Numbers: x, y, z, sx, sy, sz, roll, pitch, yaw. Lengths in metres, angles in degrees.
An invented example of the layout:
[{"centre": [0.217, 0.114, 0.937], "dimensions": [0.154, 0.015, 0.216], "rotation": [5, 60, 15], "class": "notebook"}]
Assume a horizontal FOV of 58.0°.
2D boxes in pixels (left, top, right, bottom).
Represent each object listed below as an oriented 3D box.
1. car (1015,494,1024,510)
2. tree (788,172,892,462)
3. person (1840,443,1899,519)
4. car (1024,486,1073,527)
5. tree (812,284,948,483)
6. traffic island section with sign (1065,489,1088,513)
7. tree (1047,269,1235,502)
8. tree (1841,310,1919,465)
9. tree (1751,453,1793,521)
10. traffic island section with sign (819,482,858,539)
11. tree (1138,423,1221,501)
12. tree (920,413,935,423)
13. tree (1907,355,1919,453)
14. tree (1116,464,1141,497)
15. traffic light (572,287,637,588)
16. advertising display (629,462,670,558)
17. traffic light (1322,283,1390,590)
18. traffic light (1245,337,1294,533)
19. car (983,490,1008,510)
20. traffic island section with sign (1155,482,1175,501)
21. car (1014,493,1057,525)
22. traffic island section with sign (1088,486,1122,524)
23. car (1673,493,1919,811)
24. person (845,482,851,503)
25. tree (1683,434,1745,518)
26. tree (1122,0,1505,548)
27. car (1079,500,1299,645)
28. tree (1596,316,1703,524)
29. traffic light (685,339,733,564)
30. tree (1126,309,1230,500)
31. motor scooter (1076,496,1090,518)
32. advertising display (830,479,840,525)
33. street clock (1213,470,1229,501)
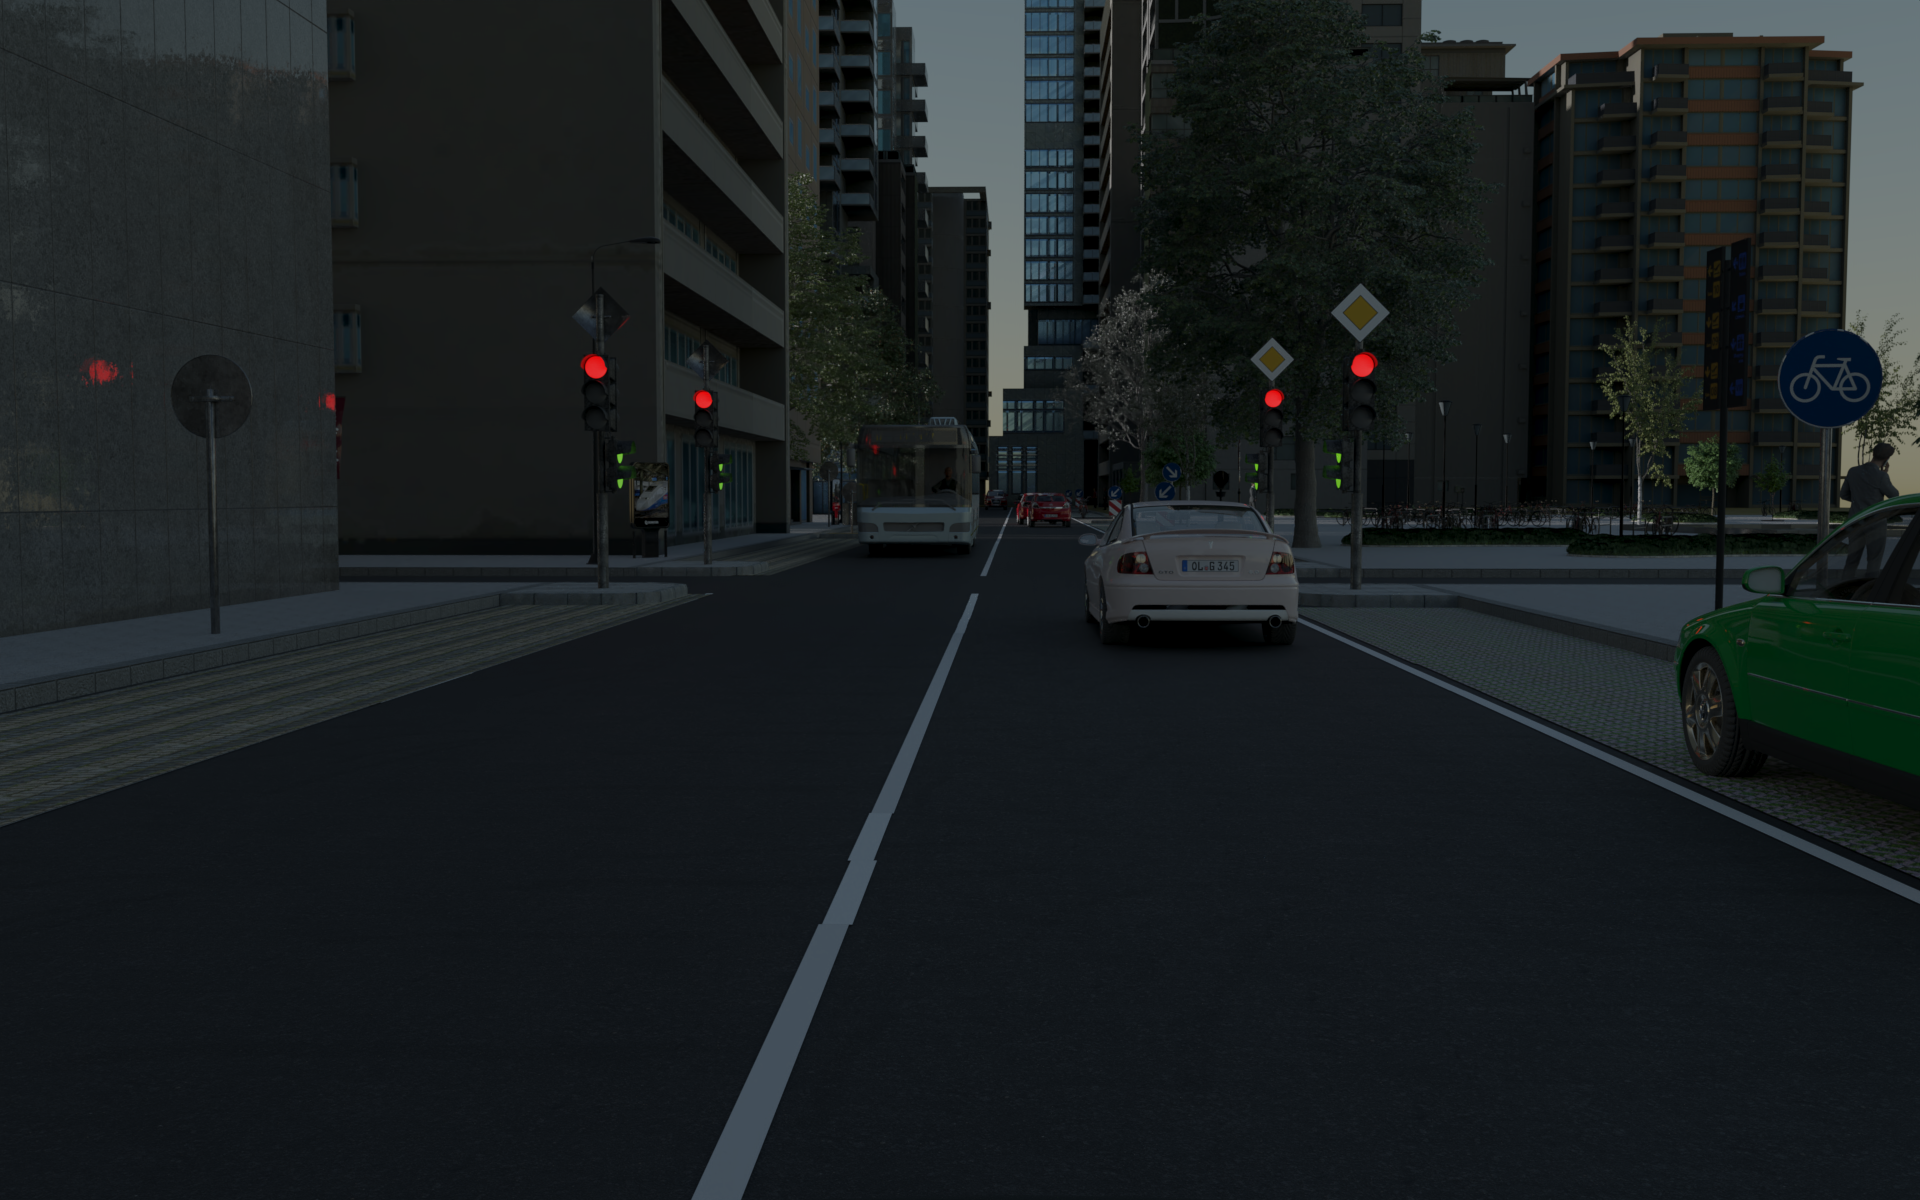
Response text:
[{"centre": [5.810, -8.670, 151.538], "dimensions": [2.009, 1.686, 4.222], "rotation": [0, 4, 3], "class": "car"}, {"centre": [-6.271, -8.735, 60.938], "dimensions": [7.486, 12.596, 7.792], "rotation": [0, 3, 0], "class": "tree"}, {"centre": [10.092, -0.819, 19.236], "dimensions": [0.447, 1.846, 0.655], "rotation": [-2, 4, -28], "class": "person"}, {"centre": [3.894, -4.096, 76.012], "dimensions": [2.155, 1.783, 4.494], "rotation": [0, 4, 0], "class": "car"}, {"centre": [-5.380, -10.797, 93.545], "dimensions": [9.611, 12.733, 9.660], "rotation": [0, 3, 0], "class": "tree"}, {"centre": [9.016, -7.606, 132.985], "dimensions": [1.989, 1.847, 2.006], "rotation": [0, 4, 2], "class": "traffic island section with sign"}, {"centre": [9.938, -11.156, 92.769], "dimensions": [12.009, 13.543, 11.850], "rotation": [0, 3, 0], "class": "tree"}, {"centre": [36.701, -7.302, 69.747], "dimensions": [4.737, 8.622, 4.395], "rotation": [0, 3, 0], "class": "tree"}, {"centre": [38.271, -5.334, 81.808], "dimensions": [1.663, 3.219, 1.824], "rotation": [0, 3, 0], "class": "tree"}, {"centre": [-3.474, -2.910, 56.211], "dimensions": [1.989, 1.847, 2.006], "rotation": [0, 4, 2], "class": "traffic island section with sign"}, {"centre": [9.337, -5.486, 73.414], "dimensions": [4.285, 4.588, 4.351], "rotation": [0, 3, 0], "class": "tree"}, {"centre": [-3.160, -12.545, 155.469], "dimensions": [4.360, 8.622, 3.978], "rotation": [0, 3, 0], "class": "tree"}, {"centre": [8.094, -1.121, 12.935], "dimensions": [1.663, 3.219, 1.824], "rotation": [0, 3, 0], "class": "tree"}, {"centre": [10.784, -7.032, 109.579], "dimensions": [1.663, 3.219, 1.824], "rotation": [0, 3, 0], "class": "tree"}, {"centre": [-4.850, -2.116, 23.516], "dimensions": [0.839, 4.253, 0.868], "rotation": [0, 4, 2], "class": "traffic light"}, {"centre": [-6.242, -1.813, 34.858], "dimensions": [0.123, 1.923, 0.974], "rotation": [3, 4, 37], "class": "advertising display"}, {"centre": [5.306, -2.096, 23.194], "dimensions": [0.839, 4.253, 0.868], "rotation": [0, 4, 2], "class": "traffic light"}, {"centre": [5.573, -2.584, 31.174], "dimensions": [0.839, 4.253, 0.868], "rotation": [0, 4, 2], "class": "traffic light"}, {"centre": [3.244, -9.075, 157.055], "dimensions": [2.281, 1.827, 5.304], "rotation": [0, 4, 1], "class": "car"}, {"centre": [6.442, -2.890, 55.872], "dimensions": [1.989, 1.847, 2.006], "rotation": [0, 4, 2], "class": "traffic island section with sign"}, {"centre": [3.665, -4.519, 82.919], "dimensions": [2.155, 1.783, 4.494], "rotation": [0, 3, 0], "class": "car"}, {"centre": [7.382, -4.616, 84.097], "dimensions": [1.989, 1.847, 2.006], "rotation": [0, 4, 2], "class": "traffic island section with sign"}, {"centre": [4.569, 0.089, 7.343], "dimensions": [1.959, 1.807, 4.718], "rotation": [0, 4, 3], "class": "car"}, {"centre": [-4.830, -4.160, 74.241], "dimensions": [0.526, 1.800, 0.537], "rotation": [2, 4, 24], "class": "person"}, {"centre": [41.238, -6.800, 94.892], "dimensions": [4.285, 4.588, 4.351], "rotation": [0, 3, 0], "class": "tree"}, {"centre": [8.297, -8.217, 41.011], "dimensions": [9.857, 13.997, 8.962], "rotation": [0, 3, 0], "class": "tree"}, {"centre": [2.291, -0.337, 17.868], "dimensions": [2.083, 1.381, 4.827], "rotation": [0, 4, 1], "class": "car"}, {"centre": [28.397, -7.412, 71.548], "dimensions": [4.737, 8.622, 4.395], "rotation": [0, 3, 0], "class": "tree"}, {"centre": [-4.583, -2.604, 31.496], "dimensions": [0.839, 4.253, 0.868], "rotation": [0, 4, 2], "class": "traffic light"}, {"centre": [8.651, -7.142, 67.138], "dimensions": [4.360, 8.622, 3.978], "rotation": [0, 3, 0], "class": "tree"}, {"centre": [7.285, -5.477, 102.324], "dimensions": [0.815, 1.314, 1.986], "rotation": [0, 4, 3], "class": "motor scooter"}, {"centre": [-5.159, -4.059, 71.576], "dimensions": [0.123, 1.923, 0.974], "rotation": [1, 4, 15], "class": "advertising display"}, {"centre": [8.019, -2.978, 53.266], "dimensions": [0.471, 2.002, 0.358], "rotation": [0, 4, 4], "class": "street clock"}]
